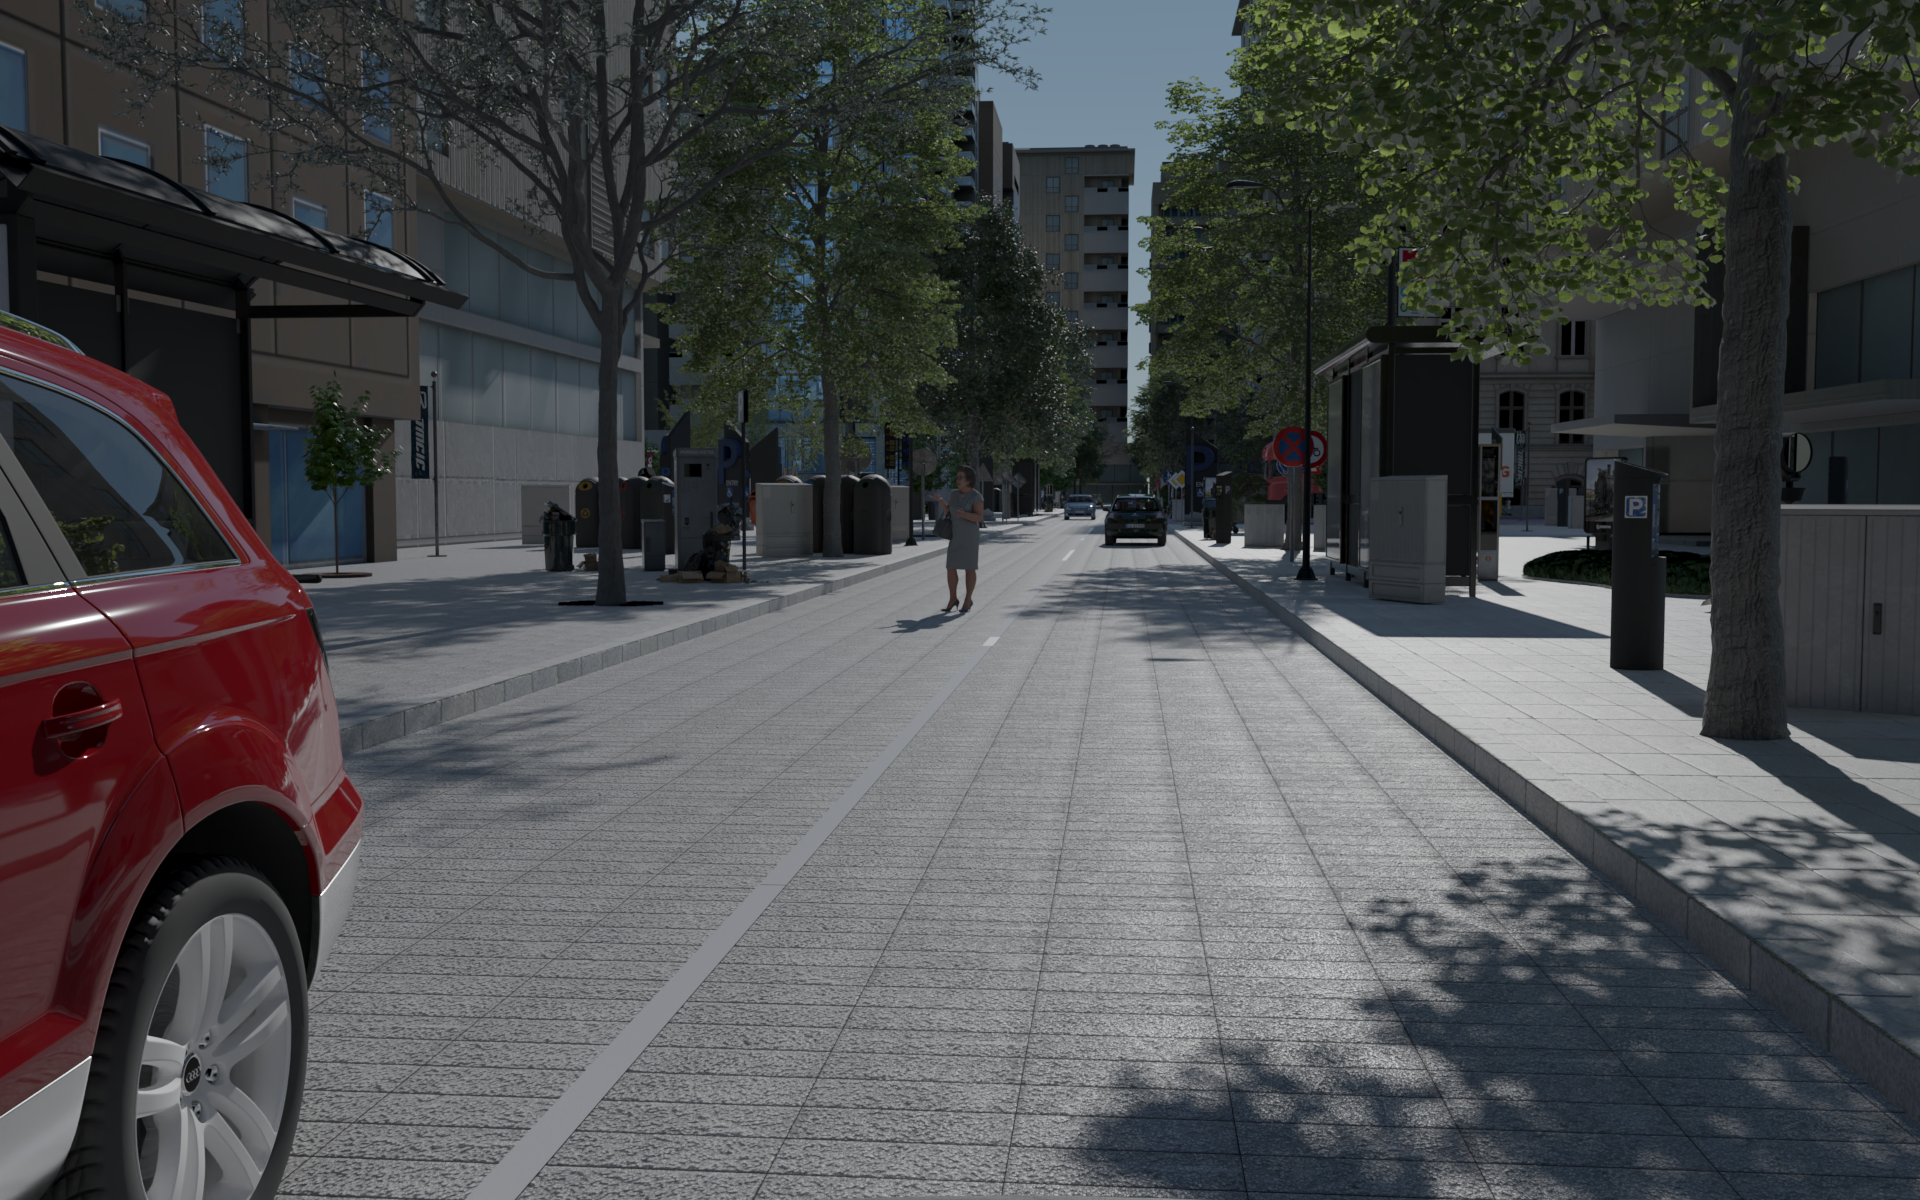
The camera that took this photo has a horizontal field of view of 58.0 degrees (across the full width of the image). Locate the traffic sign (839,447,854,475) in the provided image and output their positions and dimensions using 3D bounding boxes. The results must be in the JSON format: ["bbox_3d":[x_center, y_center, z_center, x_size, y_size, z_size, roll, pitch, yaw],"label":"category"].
[{"bbox_3d":[-2.978,-2.777,45.505,0.768,2.556,0.104,1,4,11],"label":"traffic sign"}]

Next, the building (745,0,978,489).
[{"bbox_3d":[-8.348,-52.491,170.896,22.319,86.520,31.000,0,4,5],"label":"building"}]

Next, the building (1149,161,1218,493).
[{"bbox_3d":[38.523,-38.553,254.046,21.600,48.544,21.300,0,4,5],"label":"building"}]

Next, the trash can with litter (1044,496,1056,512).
[{"bbox_3d":[6.283,-6.736,121.525,0.624,1.170,1.055,1,4,20],"label":"trash can with litter"}]

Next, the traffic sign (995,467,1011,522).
[{"bbox_3d":[1.999,-4.930,80.716,0.768,2.556,0.104,1,4,12],"label":"traffic sign"}]

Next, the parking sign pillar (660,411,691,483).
[{"bbox_3d":[-9.081,-4.086,55.271,1.447,3.967,1.447,1,4,19],"label":"parking sign pillar"}]

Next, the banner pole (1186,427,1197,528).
[{"bbox_3d":[8.746,-4.603,65.282,0.401,3.779,0.863,0,4,6],"label":"banner pole"}]

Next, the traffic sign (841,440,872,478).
[{"bbox_3d":[-2.443,-2.485,40.734,0.768,2.556,0.104,1,4,14],"label":"traffic sign"}]

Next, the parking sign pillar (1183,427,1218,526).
[{"bbox_3d":[9.661,-4.944,69.302,1.447,3.967,1.447,1,4,16],"label":"parking sign pillar"}]

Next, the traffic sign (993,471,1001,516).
[{"bbox_3d":[1.900,-6.056,99.017,0.884,2.594,0.081,1,4,10],"label":"traffic sign"}]

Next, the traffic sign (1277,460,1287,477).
[{"bbox_3d":[9.775,-3.137,51.398,0.768,2.556,0.104,0,4,6],"label":"traffic sign"}]

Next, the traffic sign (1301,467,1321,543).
[{"bbox_3d":[9.037,-2.784,45.518,0.884,2.594,0.081,1,4,13],"label":"traffic sign"}]

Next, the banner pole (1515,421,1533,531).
[{"bbox_3d":[19.432,-4.264,59.733,0.401,3.779,0.863,-2,4,-24],"label":"banner pole"}]

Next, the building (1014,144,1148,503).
[{"bbox_3d":[14.475,-41.047,260.360,27.495,52.752,28.713,0,4,5],"label":"building"}]

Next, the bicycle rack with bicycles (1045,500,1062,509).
[{"bbox_3d":[7.341,-8.250,148.272,2.925,0.926,2.852,0,4,1],"label":"bicycle rack with bicycles"}]

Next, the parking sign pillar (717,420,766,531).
[{"bbox_3d":[-7.969,-4.439,61.052,1.447,3.967,1.447,-3,5,-44],"label":"parking sign pillar"}]

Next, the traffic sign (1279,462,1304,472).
[{"bbox_3d":[8.584,-2.718,44.542,0.768,2.556,0.104,1,4,14],"label":"traffic sign"}]

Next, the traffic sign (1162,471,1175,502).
[{"bbox_3d":[11.407,-5.767,94.395,0.768,2.556,0.104,1,4,12],"label":"traffic sign"}]

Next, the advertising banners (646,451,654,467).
[{"bbox_3d":[-12.924,-4.513,69.982,0.090,3.025,2.074,1,4,23],"label":"advertising banners"}]

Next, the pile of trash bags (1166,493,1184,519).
[{"bbox_3d":[11.628,-4.892,89.743,1.912,1.369,3.447,0,4,3],"label":"pile of trash bags"}]

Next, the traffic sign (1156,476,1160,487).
[{"bbox_3d":[14.225,-7.491,122.576,0.768,2.556,0.104,1,4,14],"label":"traffic sign"}]

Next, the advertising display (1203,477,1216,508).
[{"bbox_3d":[9.487,-3.607,64.184,0.974,1.923,0.123,-1,4,-15],"label":"advertising display"}]

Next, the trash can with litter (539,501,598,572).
[{"bbox_3d":[-6.456,-1.070,28.888,1.055,1.170,0.624,-1,4,-23],"label":"trash can with litter"}]

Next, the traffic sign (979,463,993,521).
[{"bbox_3d":[0.955,-4.433,72.484,0.884,2.594,0.081,1,4,13],"label":"traffic sign"}]

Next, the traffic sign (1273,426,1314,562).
[{"bbox_3d":[6.257,-1.985,32.566,0.768,2.556,0.104,1,4,9],"label":"traffic sign"}]

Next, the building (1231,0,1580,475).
[{"bbox_3d":[41.711,-35.500,169.656,28.713,52.752,27.495,0,4,5],"label":"building"}]

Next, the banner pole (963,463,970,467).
[{"bbox_3d":[0.382,-5.559,80.905,0.863,3.779,0.401,0,4,6],"label":"banner pole"}]

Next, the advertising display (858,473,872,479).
[{"bbox_3d":[-3.139,-2.978,53.897,0.974,1.923,0.123,-3,5,-42],"label":"advertising display"}]

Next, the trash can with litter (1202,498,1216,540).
[{"bbox_3d":[7.275,-2.311,49.175,0.624,1.170,1.055,-1,4,-14],"label":"trash can with litter"}]

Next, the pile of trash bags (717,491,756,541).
[{"bbox_3d":[-6.539,-2.305,47.441,3.447,1.369,1.912,2,4,35],"label":"pile of trash bags"}]

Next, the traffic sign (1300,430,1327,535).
[{"bbox_3d":[6.967,-2.108,34.576,0.768,2.556,0.104,1,4,8],"label":"traffic sign"}]

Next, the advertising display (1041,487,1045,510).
[{"bbox_3d":[6.678,-8.200,139.286,0.123,1.923,0.974,-1,4,-11],"label":"advertising display"}]

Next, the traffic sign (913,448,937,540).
[{"bbox_3d":[-1.026,-2.941,48.190,0.768,2.556,0.104,0,4,6],"label":"traffic sign"}]

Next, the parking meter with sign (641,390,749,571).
[{"bbox_3d":[-4.435,-1.999,28.953,1.738,3.016,0.543,-1,4,-17],"label":"parking meter with sign"}]

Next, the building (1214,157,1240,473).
[{"bbox_3d":[38.266,-32.328,212.160,14.154,41.232,14.086,0,4,5],"label":"building"}]

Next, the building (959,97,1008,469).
[{"bbox_3d":[-2.647,-33.282,194.276,14.600,45.320,14.200,0,4,5],"label":"building"}]

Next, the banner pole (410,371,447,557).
[{"bbox_3d":[-10.845,-2.764,35.217,0.401,3.779,0.863,2,4,32],"label":"banner pole"}]

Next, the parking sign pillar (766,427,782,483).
[{"bbox_3d":[-7.883,-5.015,70.470,1.447,3.967,1.447,2,4,29],"label":"parking sign pillar"}]

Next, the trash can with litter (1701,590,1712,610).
[{"bbox_3d":[8.496,-0.436,18.516,1.055,1.170,0.624,3,5,43],"label":"trash can with litter"}]

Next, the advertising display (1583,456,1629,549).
[{"bbox_3d":[11.227,-1.524,30.133,0.123,1.923,0.974,-1,4,-20],"label":"advertising display"}]

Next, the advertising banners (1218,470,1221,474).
[{"bbox_3d":[18.795,-8.004,127.058,0.090,3.025,2.074,0,4,-8],"label":"advertising banners"}]

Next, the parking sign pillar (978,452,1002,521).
[{"bbox_3d":[1.009,-5.744,82.382,1.447,3.967,1.447,3,5,40],"label":"parking sign pillar"}]

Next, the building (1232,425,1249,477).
[{"bbox_3d":[40.243,-46.203,193.668,20.563,71.187,20.611,0,4,5],"label":"building"}]
